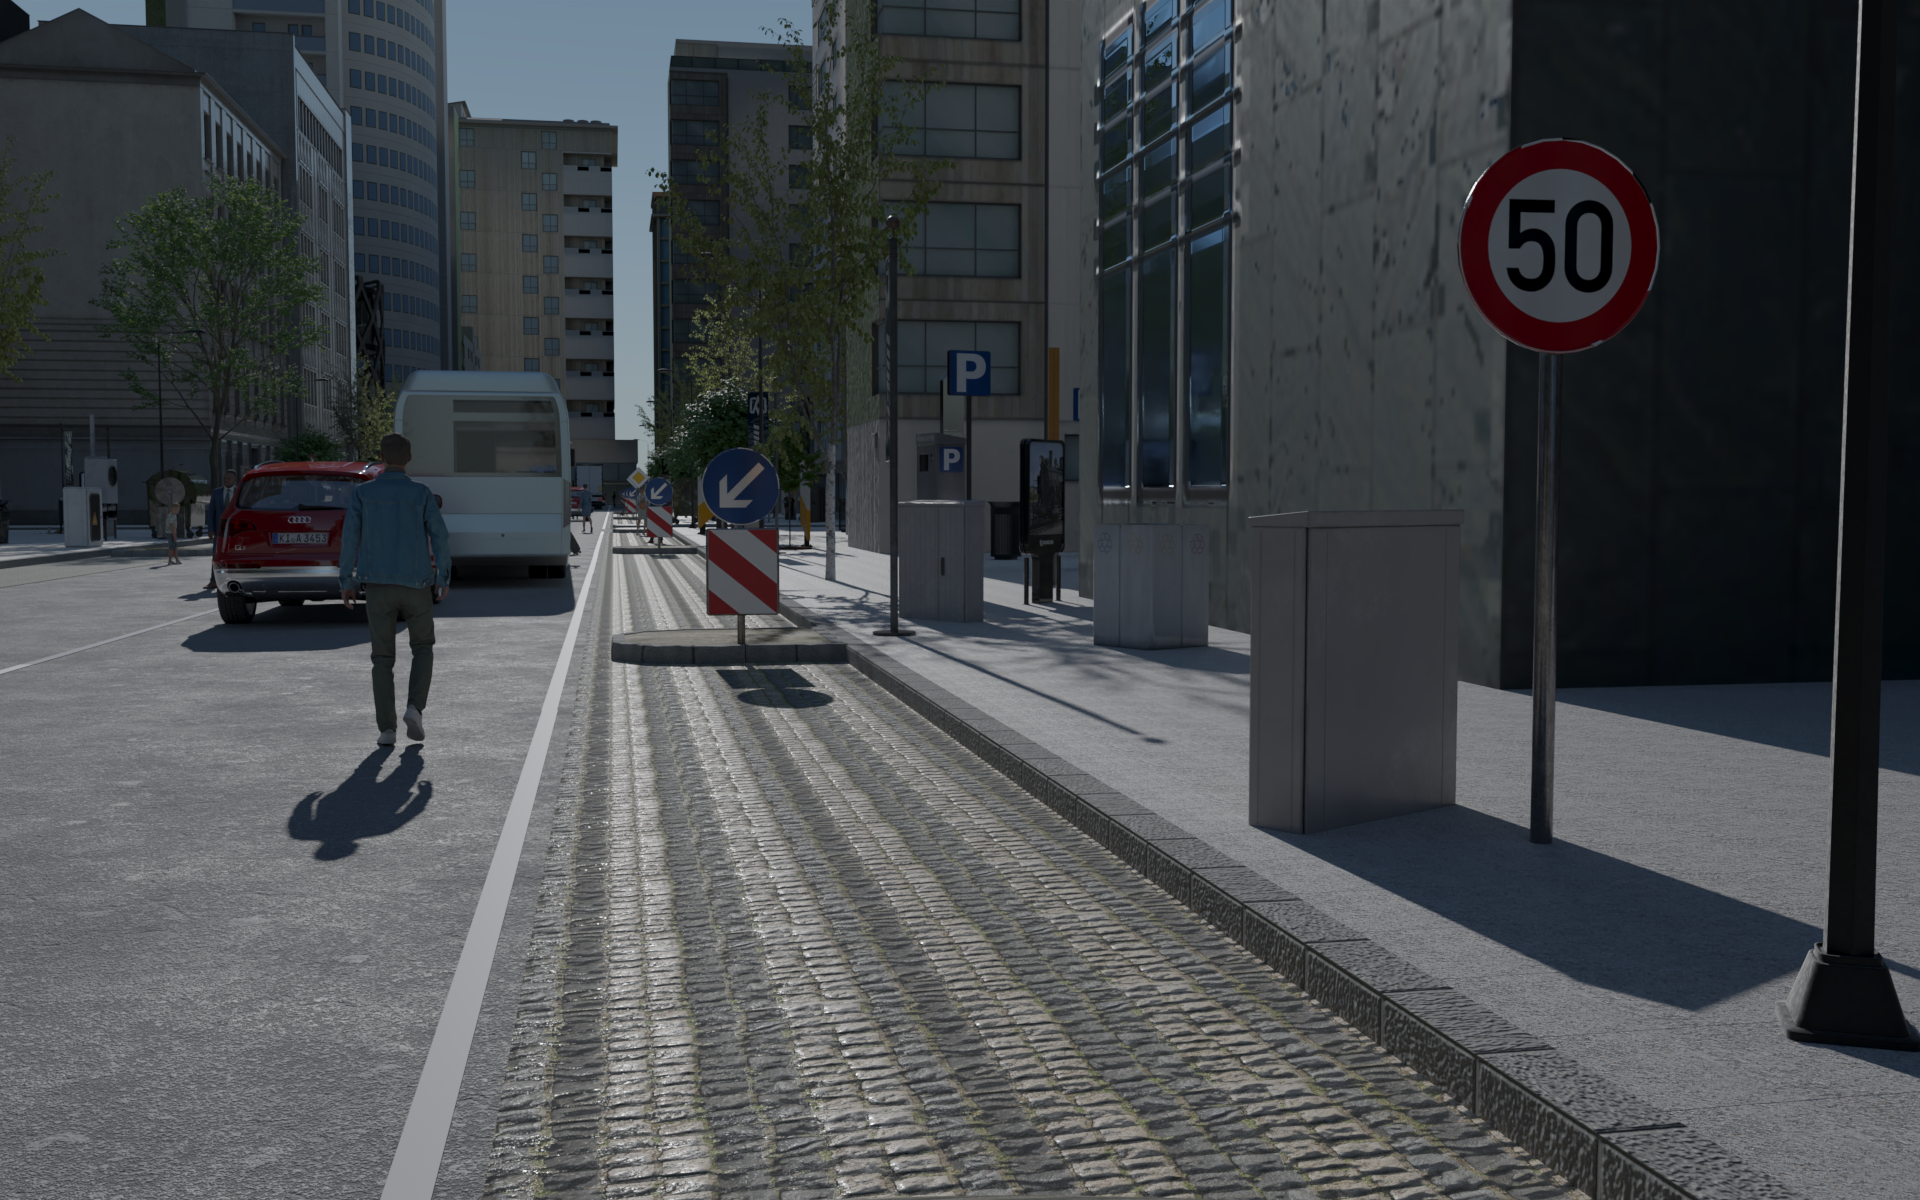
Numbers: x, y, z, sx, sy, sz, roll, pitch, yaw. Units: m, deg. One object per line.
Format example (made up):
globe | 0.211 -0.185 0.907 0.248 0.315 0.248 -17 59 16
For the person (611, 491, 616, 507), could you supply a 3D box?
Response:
person | -38.418 -11.175 192.029 0.721 1.723 1.217 1 4 12

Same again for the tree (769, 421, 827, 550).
tree | -3.823 -2.784 40.122 1.663 3.219 1.824 0 3 0

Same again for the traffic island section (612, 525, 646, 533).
traffic island section | -11.912 -2.580 64.466 2.009 0.180 2.903 -1 4 -11

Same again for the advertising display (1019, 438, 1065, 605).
advertising display | 0.975 -0.929 20.409 0.123 1.923 0.974 2 4 29

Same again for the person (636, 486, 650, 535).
person | -10.935 -3.071 59.716 0.512 1.701 0.522 -1 4 -11

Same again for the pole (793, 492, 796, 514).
pole | -10.502 -7.088 109.735 0.158 3.312 0.155 0 3 0

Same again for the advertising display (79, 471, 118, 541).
advertising display | -24.744 -2.724 49.753 0.974 1.923 0.123 -3 5 -42

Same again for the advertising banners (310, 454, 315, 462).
advertising banners | -28.303 -4.817 74.944 0.090 3.025 2.074 0 4 2

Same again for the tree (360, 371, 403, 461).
tree | -34.326 -9.399 104.034 4.737 8.622 4.395 0 3 0

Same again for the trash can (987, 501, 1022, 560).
trash can | 0.898 -1.359 33.868 0.748 1.137 0.748 0 3 0

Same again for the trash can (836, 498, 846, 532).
trash can | -3.785 -2.857 58.359 0.748 1.137 0.748 0 3 0

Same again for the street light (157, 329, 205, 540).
street light | -21.949 -4.666 48.836 1.470 5.913 1.316 -1 4 -11

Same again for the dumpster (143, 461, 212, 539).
dumpster | -22.919 -2.949 50.709 1.502 2.255 1.985 -1 4 -11

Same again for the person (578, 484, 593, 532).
person | -13.963 -3.436 64.695 0.581 1.822 0.654 -2 4 -34

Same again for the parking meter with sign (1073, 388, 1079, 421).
parking meter with sign | 2.471 -2.011 29.138 0.543 3.016 1.738 2 4 25

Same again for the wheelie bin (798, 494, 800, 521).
wheelie bin | -7.222 -4.550 82.295 0.693 1.594 0.980 3 5 44

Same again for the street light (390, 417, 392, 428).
street light | -32.046 -7.757 99.365 1.470 5.913 1.316 -1 4 -11

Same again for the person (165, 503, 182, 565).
person | -15.996 -1.348 35.224 0.352 1.250 0.332 1 4 11

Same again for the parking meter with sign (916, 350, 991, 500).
parking meter with sign | -0.223 -1.566 21.871 0.543 3.016 1.738 -2 4 -24

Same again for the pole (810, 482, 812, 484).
pole | -7.616 -5.789 88.498 0.158 3.312 0.155 0 3 0

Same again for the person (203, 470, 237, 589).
person | -11.167 -1.082 26.378 0.721 1.800 0.419 -2 4 -23

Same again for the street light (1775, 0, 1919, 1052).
street light | 1.590 -1.916 3.870 1.470 5.913 1.316 -1 4 -11

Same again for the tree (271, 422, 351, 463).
tree | -29.469 -5.806 78.635 4.285 4.588 4.351 0 3 0

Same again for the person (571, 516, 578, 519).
person | -22.168 -5.574 99.842 0.606 1.804 0.583 -3 5 -40

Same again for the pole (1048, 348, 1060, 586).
pole | 1.311 -1.860 24.249 0.158 3.312 0.155 0 3 0

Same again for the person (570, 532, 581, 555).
person | -9.636 -1.946 40.528 1.509 1.804 0.699 -2 4 -23

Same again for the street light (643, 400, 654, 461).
street light | -14.860 -6.943 86.058 1.470 5.913 1.316 -1 4 -11

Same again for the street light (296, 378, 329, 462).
street light | -26.032 -5.934 69.557 1.470 5.913 1.316 -1 4 -11

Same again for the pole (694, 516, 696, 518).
pole | -13.281 -5.701 87.051 0.158 3.312 0.155 0 3 0

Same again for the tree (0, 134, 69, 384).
tree | -20.207 -5.191 35.243 4.737 8.622 4.395 0 3 0

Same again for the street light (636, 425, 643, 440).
street light | -20.805 -8.784 116.160 1.470 5.913 1.316 -1 4 -11

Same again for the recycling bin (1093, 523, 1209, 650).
recycling bin | 1.616 -0.128 14.653 0.722 1.027 0.722 -3 4 -38

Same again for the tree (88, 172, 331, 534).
tree | -24.004 -7.951 55.758 9.928 11.665 9.643 0 3 0

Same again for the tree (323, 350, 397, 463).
tree | -30.547 -8.444 88.425 4.360 8.622 3.978 0 3 0

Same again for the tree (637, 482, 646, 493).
tree | -34.704 -11.879 188.829 1.663 3.219 1.824 0 3 0

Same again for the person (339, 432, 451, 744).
person | -3.217 -0.064 9.888 0.601 1.785 0.444 -1 4 -14

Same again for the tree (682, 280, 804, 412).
tree | -7.711 -6.732 60.429 4.360 8.622 3.978 0 3 0

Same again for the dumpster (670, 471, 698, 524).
dumpster | -11.764 -4.393 74.317 1.502 2.255 1.985 -1 4 -11

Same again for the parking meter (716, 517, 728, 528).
parking meter | -7.769 -2.938 56.446 0.372 1.533 0.369 0 3 0

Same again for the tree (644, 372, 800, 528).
tree | -6.265 -3.867 46.935 4.285 4.588 4.351 0 3 0

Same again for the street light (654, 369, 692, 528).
street light | -10.518 -5.623 64.479 1.470 5.913 1.316 -1 4 -11

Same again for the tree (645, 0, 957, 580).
tree | -2.152 -4.606 25.667 4.737 8.622 4.395 0 3 0

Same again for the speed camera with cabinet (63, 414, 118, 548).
speed camera with cabinet | -21.303 -2.943 42.449 0.660 3.252 2.038 0 4 -6

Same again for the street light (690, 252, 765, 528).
street light | -4.399 -3.732 33.556 1.470 5.913 1.316 -1 4 -11

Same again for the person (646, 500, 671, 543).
person | -8.718 -2.529 50.039 0.721 1.800 0.419 0 4 6
